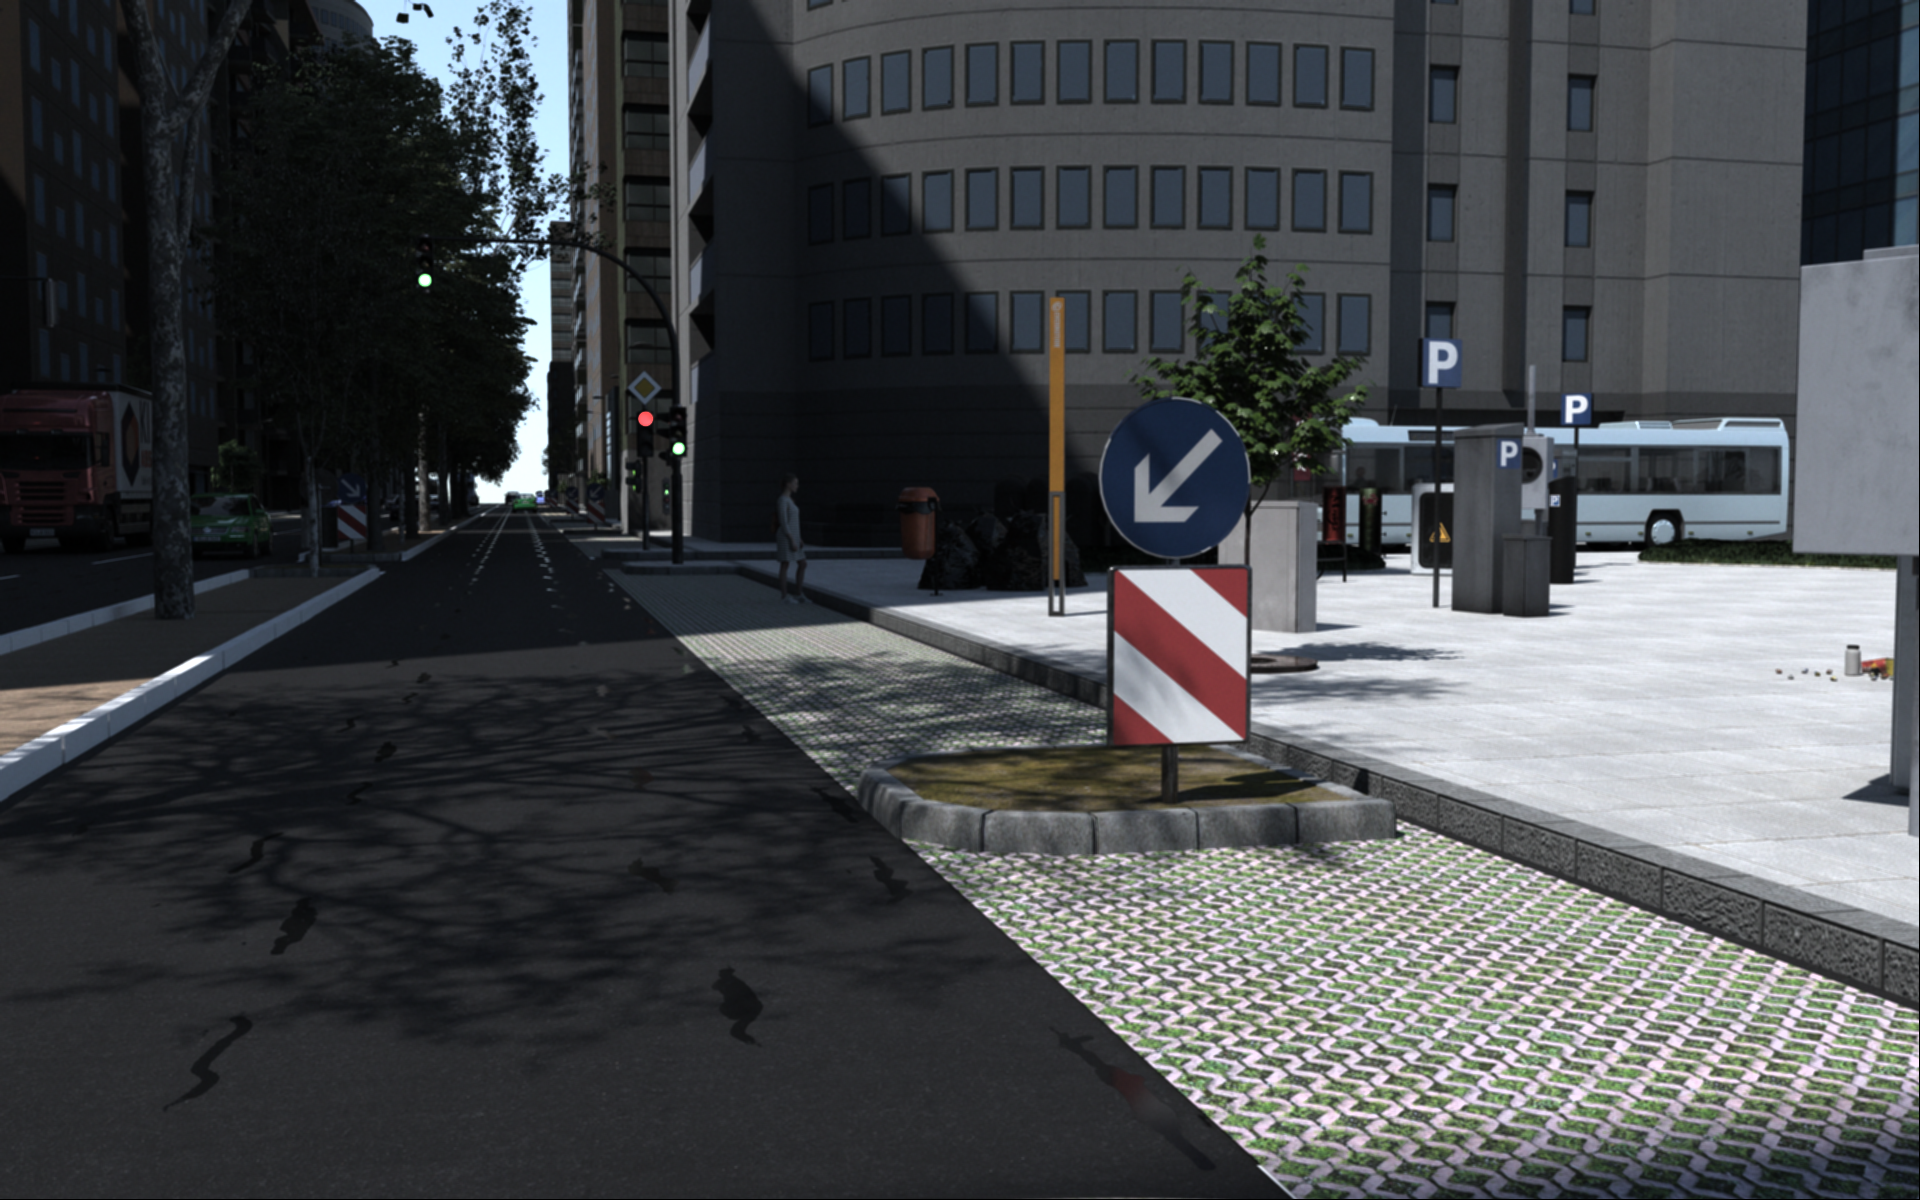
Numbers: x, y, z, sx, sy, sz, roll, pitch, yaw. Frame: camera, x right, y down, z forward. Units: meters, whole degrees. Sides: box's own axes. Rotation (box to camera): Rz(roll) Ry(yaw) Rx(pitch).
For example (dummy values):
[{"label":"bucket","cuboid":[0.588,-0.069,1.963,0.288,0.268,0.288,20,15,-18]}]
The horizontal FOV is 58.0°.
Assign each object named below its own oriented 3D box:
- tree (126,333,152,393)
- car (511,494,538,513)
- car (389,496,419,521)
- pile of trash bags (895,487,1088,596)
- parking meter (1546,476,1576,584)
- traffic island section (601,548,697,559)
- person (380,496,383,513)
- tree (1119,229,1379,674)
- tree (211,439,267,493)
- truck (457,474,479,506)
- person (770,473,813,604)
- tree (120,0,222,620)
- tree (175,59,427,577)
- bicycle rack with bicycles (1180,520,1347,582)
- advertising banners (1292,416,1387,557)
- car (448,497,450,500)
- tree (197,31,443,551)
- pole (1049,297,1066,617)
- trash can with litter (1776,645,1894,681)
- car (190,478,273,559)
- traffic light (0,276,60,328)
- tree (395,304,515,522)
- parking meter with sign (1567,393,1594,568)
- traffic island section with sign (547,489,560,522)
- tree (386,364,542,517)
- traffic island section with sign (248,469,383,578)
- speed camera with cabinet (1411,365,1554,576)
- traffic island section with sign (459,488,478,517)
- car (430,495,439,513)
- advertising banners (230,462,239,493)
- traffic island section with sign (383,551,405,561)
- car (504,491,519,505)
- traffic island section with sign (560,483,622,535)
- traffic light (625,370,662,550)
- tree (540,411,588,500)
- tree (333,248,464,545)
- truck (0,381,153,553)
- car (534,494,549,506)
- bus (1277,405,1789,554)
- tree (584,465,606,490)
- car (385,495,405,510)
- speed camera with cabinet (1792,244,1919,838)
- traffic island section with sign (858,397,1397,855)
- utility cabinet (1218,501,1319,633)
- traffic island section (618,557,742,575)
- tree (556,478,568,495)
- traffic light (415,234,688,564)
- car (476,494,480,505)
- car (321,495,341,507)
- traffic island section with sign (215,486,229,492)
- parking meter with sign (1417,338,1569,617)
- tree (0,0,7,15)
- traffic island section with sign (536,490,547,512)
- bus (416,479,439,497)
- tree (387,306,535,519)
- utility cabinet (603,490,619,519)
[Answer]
[{"label":"tree","cuboid":[-35.796,-7.584,74.353,4.737,8.622,4.395,0,3,0]},{"label":"car","cuboid":[-32.822,-7.446,130.545,1.959,1.807,4.718,-1,4,-15]},{"label":"car","cuboid":[-30.119,-5.014,94.558,1.945,1.354,3.894,-1,4,-13]},{"label":"pile of trash bags","cuboid":[0.240,-0.824,23.222,1.912,1.369,3.447,2,4,32]},{"label":"parking meter","cuboid":[8.588,-0.999,24.752,0.372,1.533,0.369,0,3,0]},{"label":"traffic island section","cuboid":[-7.147,-1.058,39.585,2.009,0.180,2.903,-1,4,-14]},{"label":"person","cuboid":[-43.997,-7.320,131.365,0.799,1.438,0.628,2,4,31]},{"label":"tree","cuboid":[2.250,-1.107,12.708,1.663,3.219,1.824,0,3,0]},{"label":"tree","cuboid":[-43.929,-7.381,104.388,4.285,4.588,4.351,0,3,0]},{"label":"truck","cuboid":[-60.941,-13.703,213.803,2.967,4.110,18.799,-1,4,-14]},{"label":"person","cuboid":[-2.218,-0.794,22.492,0.522,1.701,0.512,0,4,7]},{"label":"tree","cuboid":[-7.596,-9.806,18.682,12.611,20.169,13.585,0,3,0]},{"label":"tree","cuboid":[-10.993,-4.672,29.208,4.360,8.622,3.978,0,3,0]},{"label":"bicycle rack with bicycles","cuboid":[4.156,-0.724,25.224,2.925,0.926,2.852,-3,5,-43]},{"label":"advertising banners","cuboid":[7.510,-2.349,34.593,2.074,3.025,0.090,2,4,34]},{"label":"car","cuboid":[-70.973,-13.757,237.287,2.083,1.381,4.827,-1,4,-15]},{"label":"tree","cuboid":[-14.313,-7.441,42.249,7.486,12.596,7.792,0,3,0]},{"label":"pole","cuboid":[1.017,-1.484,18.107,0.158,3.312,0.155,0,3,0]},{"label":"trash can with litter","cuboid":[6.854,-0.034,11.620,1.678,1.210,2.233,-2,4,-27]},{"label":"car","cuboid":[-16.736,-1.865,39.282,1.959,1.807,4.718,-1,4,-15]},{"label":"traffic light","cuboid":[-21.278,-3.746,35.908,4.771,5.953,1.251,-1,4,-14]},{"label":"tree","cuboid":[-26.097,-9.732,87.332,9.928,11.665,9.643,0,3,0]},{"label":"parking meter with sign","cuboid":[10.119,-2.030,29.450,0.543,3.016,1.738,3,5,43]},{"label":"traffic island section with sign","cuboid":[-19.784,-4.844,87.822,1.989,1.847,2.006,-1,4,-14]},{"label":"tree","cuboid":[-30.658,-11.443,106.561,9.611,12.733,9.660,0,3,0]},{"label":"traffic island section with sign","cuboid":[-11.363,-1.369,30.525,2.006,1.907,1.989,-1,4,-14]},{"label":"speed camera with cabinet","cuboid":[8.103,-1.991,26.892,2.038,3.252,0.660,2,4,29]},{"label":"traffic island section with sign","cuboid":[-31.739,-6.262,110.526,2.006,1.907,1.989,-1,4,-14]},{"label":"car","cuboid":[-40.724,-7.371,133.102,1.945,1.354,3.894,-1,4,-14]},{"label":"advertising banners","cuboid":[-40.559,-6.159,96.895,0.090,3.025,2.074,-1,4,-12]},{"label":"traffic island section with sign","cuboid":[-13.182,-1.809,37.706,2.006,1.907,1.989,-1,4,-14]},{"label":"car","cuboid":[-59.503,-13.568,230.507,2.281,1.827,5.304,-1,4,-14]},{"label":"traffic island section with sign","cuboid":[-13.086,-3.236,61.543,1.989,1.847,2.006,-1,4,-14]},{"label":"traffic light","cuboid":[-7.189,-3.091,39.461,0.839,4.253,0.868,-1,4,-14]},{"label":"tree","cuboid":[-43.617,-15.873,193.930,7.601,10.594,8.767,2,4,29]},{"label":"tree","cuboid":[-15.715,-5.847,48.411,4.737,8.622,4.395,0,3,0]},{"label":"truck","cuboid":[-22.879,-3.457,45.442,2.839,4.237,11.283,-1,4,-15]},{"label":"car","cuboid":[-51.288,-12.413,212.545,1.945,1.707,3.694,-1,4,-14]},{"label":"bus","cuboid":[13.234,-2.830,41.130,13.247,3.499,2.948,-1,4,-16]},{"label":"tree","cuboid":[-24.083,-7.360,114.939,1.663,3.219,1.824,0,3,0]},{"label":"car","cuboid":[-51.827,-8.995,159.429,2.083,1.381,4.827,-1,4,-13]},{"label":"speed camera with cabinet","cuboid":[4.117,-0.780,7.084,2.038,3.252,0.660,-3,5,-42]},{"label":"traffic island section with sign","cuboid":[0.595,0.050,7.813,1.989,1.847,2.006,-1,4,-14]},{"label":"utility cabinet","cuboid":[2.906,-0.320,16.396,0.306,1.237,1.020,-3,4,-38]},{"label":"traffic island section","cuboid":[-5.176,-0.585,31.846,2.009,0.180,2.903,-1,4,-14]},{"label":"tree","cuboid":[-46.434,-12.734,202.805,1.663,3.219,1.824,0,3,0]},{"label":"traffic light","cuboid":[-7.223,-3.450,31.069,4.771,5.953,1.251,-1,4,-14]},{"label":"car","cuboid":[-65.215,-13.600,231.407,2.155,1.783,4.494,-1,4,-16]},{"label":"car","cuboid":[-46.555,-7.229,127.786,1.945,1.707,3.694,-1,4,-15]},{"label":"traffic island section with sign","cuboid":[-35.546,-4.574,83.409,1.989,1.847,2.006,-1,4,-14]},{"label":"parking meter with sign","cuboid":[5.698,-1.375,18.738,0.543,3.016,1.738,-1,4,-22]},{"label":"tree","cuboid":[-5.400,-5.668,5.505,12.009,13.543,11.850,0,3,0]},{"label":"traffic island section with sign","cuboid":[-31.960,-7.767,135.613,1.989,1.847,2.006,-1,4,-14]},{"label":"bus","cuboid":[-62.952,-12.899,205.754,2.948,3.499,13.247,-1,4,-13]},{"label":"tree","cuboid":[-28.362,-11.490,96.977,9.857,13.997,8.962,0,3,0]},{"label":"utility cabinet","cuboid":[-18.008,-4.952,89.643,0.318,1.500,1.173,1,4,22]}]
